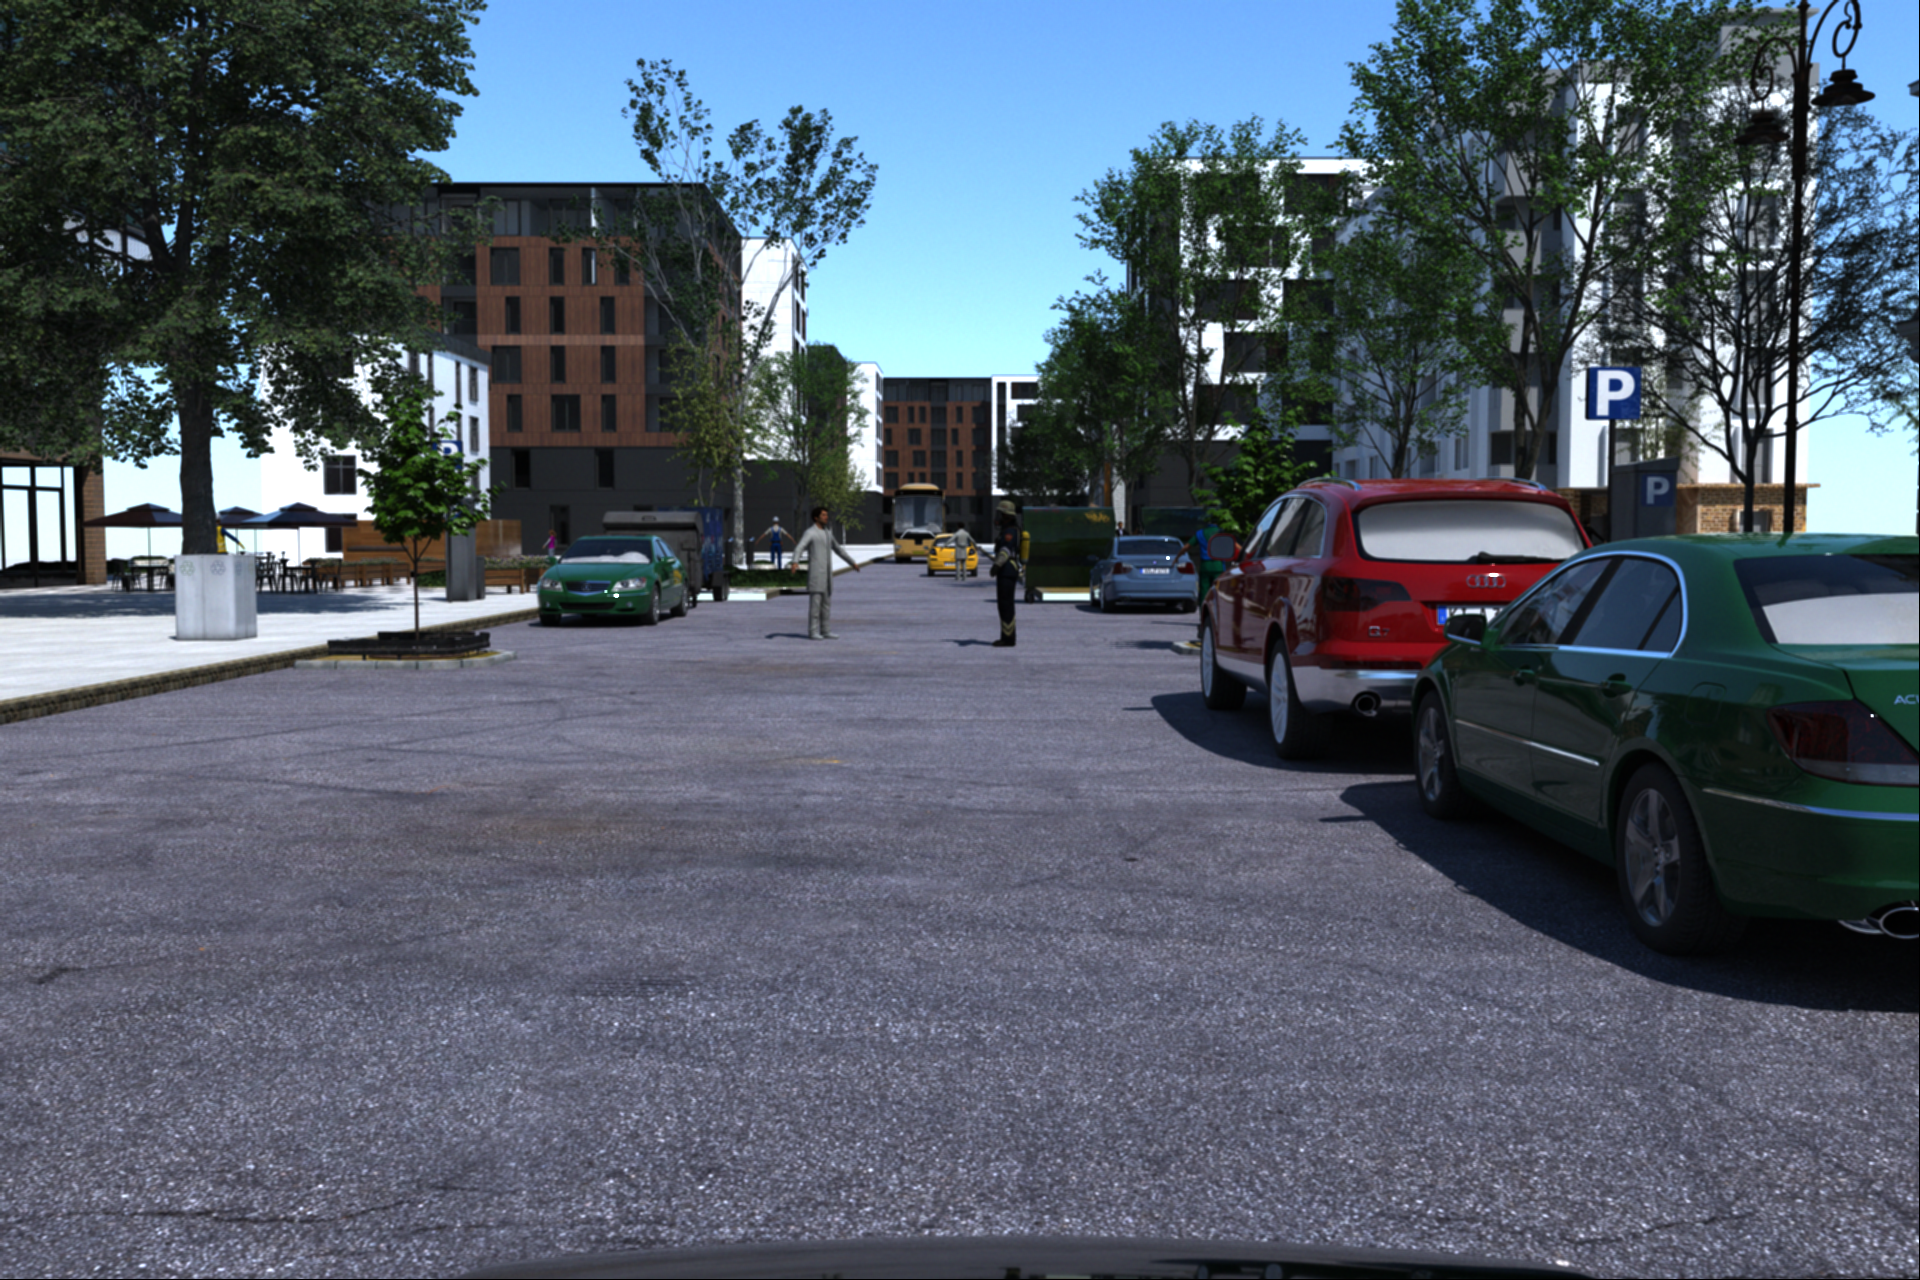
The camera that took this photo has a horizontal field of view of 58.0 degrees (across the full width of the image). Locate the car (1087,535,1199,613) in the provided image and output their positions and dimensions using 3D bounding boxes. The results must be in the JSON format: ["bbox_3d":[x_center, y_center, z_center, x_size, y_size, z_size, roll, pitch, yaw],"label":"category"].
[{"bbox_3d":[3.448,-1.273,32.817,2.014,1.417,4.499,0,3,0],"label":"car"}]

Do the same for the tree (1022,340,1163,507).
[{"bbox_3d":[6.649,-9.896,87.550,9.928,11.665,9.643,0,3,0],"label":"tree"}]

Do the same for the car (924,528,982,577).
[{"bbox_3d":[-0.254,-3.011,59.455,2.015,1.641,3.980,0,3,0],"label":"car"}]

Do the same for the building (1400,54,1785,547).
[{"bbox_3d":[24.444,-13.347,74.646,16.016,20.090,11.380,0,4,0],"label":"building"}]

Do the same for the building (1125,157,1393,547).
[{"bbox_3d":[24.260,-16.302,110.506,27.936,21.610,32.646,0,3,0],"label":"building"}]

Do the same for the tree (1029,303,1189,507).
[{"bbox_3d":[6.704,-9.317,78.087,9.928,11.665,9.643,0,3,0],"label":"tree"}]

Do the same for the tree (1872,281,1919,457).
[{"bbox_3d":[28.417,-6.155,51.004,4.360,8.622,3.978,0,3,0],"label":"tree"}]

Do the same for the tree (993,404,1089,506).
[{"bbox_3d":[5.920,-11.590,123.910,7.601,10.594,8.767,1,4,15],"label":"tree"}]

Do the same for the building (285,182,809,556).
[{"bbox_3d":[-25.474,-16.713,117.230,27.936,21.610,32.646,0,4,0],"label":"building"}]

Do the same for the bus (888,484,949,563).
[{"bbox_3d":[-2.000,-5.895,87.925,2.896,3.916,12.252,0,4,0],"label":"bus"}]

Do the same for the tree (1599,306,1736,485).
[{"bbox_3d":[21.685,-6.408,55.126,4.360,8.622,3.978,0,3,0],"label":"tree"}]

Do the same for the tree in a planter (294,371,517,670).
[{"bbox_3d":[-6.056,-1.345,19.216,1.991,3.239,1.994,0,4,1],"label":"tree in a planter"}]

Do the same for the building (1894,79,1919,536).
[{"bbox_3d":[26.940,-14.759,27.208,13.634,28.700,20.117,0,4,0],"label":"building"}]

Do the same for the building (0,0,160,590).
[{"bbox_3d":[-31.559,-13.314,24.263,21.656,26.213,47.522,0,4,0],"label":"building"}]

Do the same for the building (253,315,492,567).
[{"bbox_3d":[-26.191,-8.443,80.196,9.099,9.664,28.070,0,4,0],"label":"building"}]

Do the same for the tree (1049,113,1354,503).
[{"bbox_3d":[6.026,-7.214,43.696,9.928,11.665,9.643,0,3,0],"label":"tree"}]

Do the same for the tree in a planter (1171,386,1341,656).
[{"bbox_3d":[3.613,-1.452,20.965,1.991,3.239,1.994,0,4,-1],"label":"tree in a planter"}]

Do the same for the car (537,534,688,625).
[{"bbox_3d":[-5.665,-1.032,28.665,2.131,1.459,4.920,0,4,0],"label":"car"}]

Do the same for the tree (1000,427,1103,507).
[{"bbox_3d":[6.909,-12.127,132.681,8.767,10.594,7.601,1,4,13],"label":"tree"}]

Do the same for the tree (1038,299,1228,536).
[{"bbox_3d":[6.735,-8.081,66.540,8.767,10.594,7.601,3,5,44],"label":"tree"}]

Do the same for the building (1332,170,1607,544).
[{"bbox_3d":[25.016,-14.370,91.365,16.016,20.090,11.380,0,4,0],"label":"building"}]

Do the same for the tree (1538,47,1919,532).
[{"bbox_3d":[20.047,-8.168,43.918,12.009,13.543,11.850,0,3,0],"label":"tree"}]

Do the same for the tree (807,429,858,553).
[{"bbox_3d":[-8.910,-10.343,119.478,4.737,8.622,4.395,0,3,0],"label":"tree"}]

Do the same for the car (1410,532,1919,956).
[{"bbox_3d":[3.275,0.274,7.317,2.131,1.459,4.920,0,3,0],"label":"car"}]

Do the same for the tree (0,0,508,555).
[{"bbox_3d":[-11.999,-7.339,26.645,9.857,13.997,8.962,0,3,0],"label":"tree"}]

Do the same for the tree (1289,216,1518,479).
[{"bbox_3d":[14.217,-7.968,56.036,9.928,11.665,9.643,0,3,0],"label":"tree"}]

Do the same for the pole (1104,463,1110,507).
[{"bbox_3d":[4.220,-3.416,49.697,0.158,3.312,0.155,0,3,0],"label":"pole"}]

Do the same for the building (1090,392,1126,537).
[{"bbox_3d":[22.941,-19.172,179.916,16.747,18.905,31.486,0,4,0],"label":"building"}]

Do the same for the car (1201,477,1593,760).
[{"bbox_3d":[3.026,-0.237,12.541,2.281,1.827,5.304,0,4,0],"label":"car"}]

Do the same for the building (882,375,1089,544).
[{"bbox_3d":[1.879,-23.756,234.838,32.646,21.610,27.936,0,3,0],"label":"building"}]

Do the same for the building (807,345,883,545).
[{"bbox_3d":[-23.942,-22.022,204.029,27.936,21.610,32.646,0,4,1],"label":"building"}]

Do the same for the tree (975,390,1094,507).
[{"bbox_3d":[6.547,-14.299,144.156,12.009,13.543,11.850,0,3,0],"label":"tree"}]

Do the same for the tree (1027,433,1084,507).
[{"bbox_3d":[6.050,-9.964,113.268,4.360,8.622,3.978,0,3,0],"label":"tree"}]
